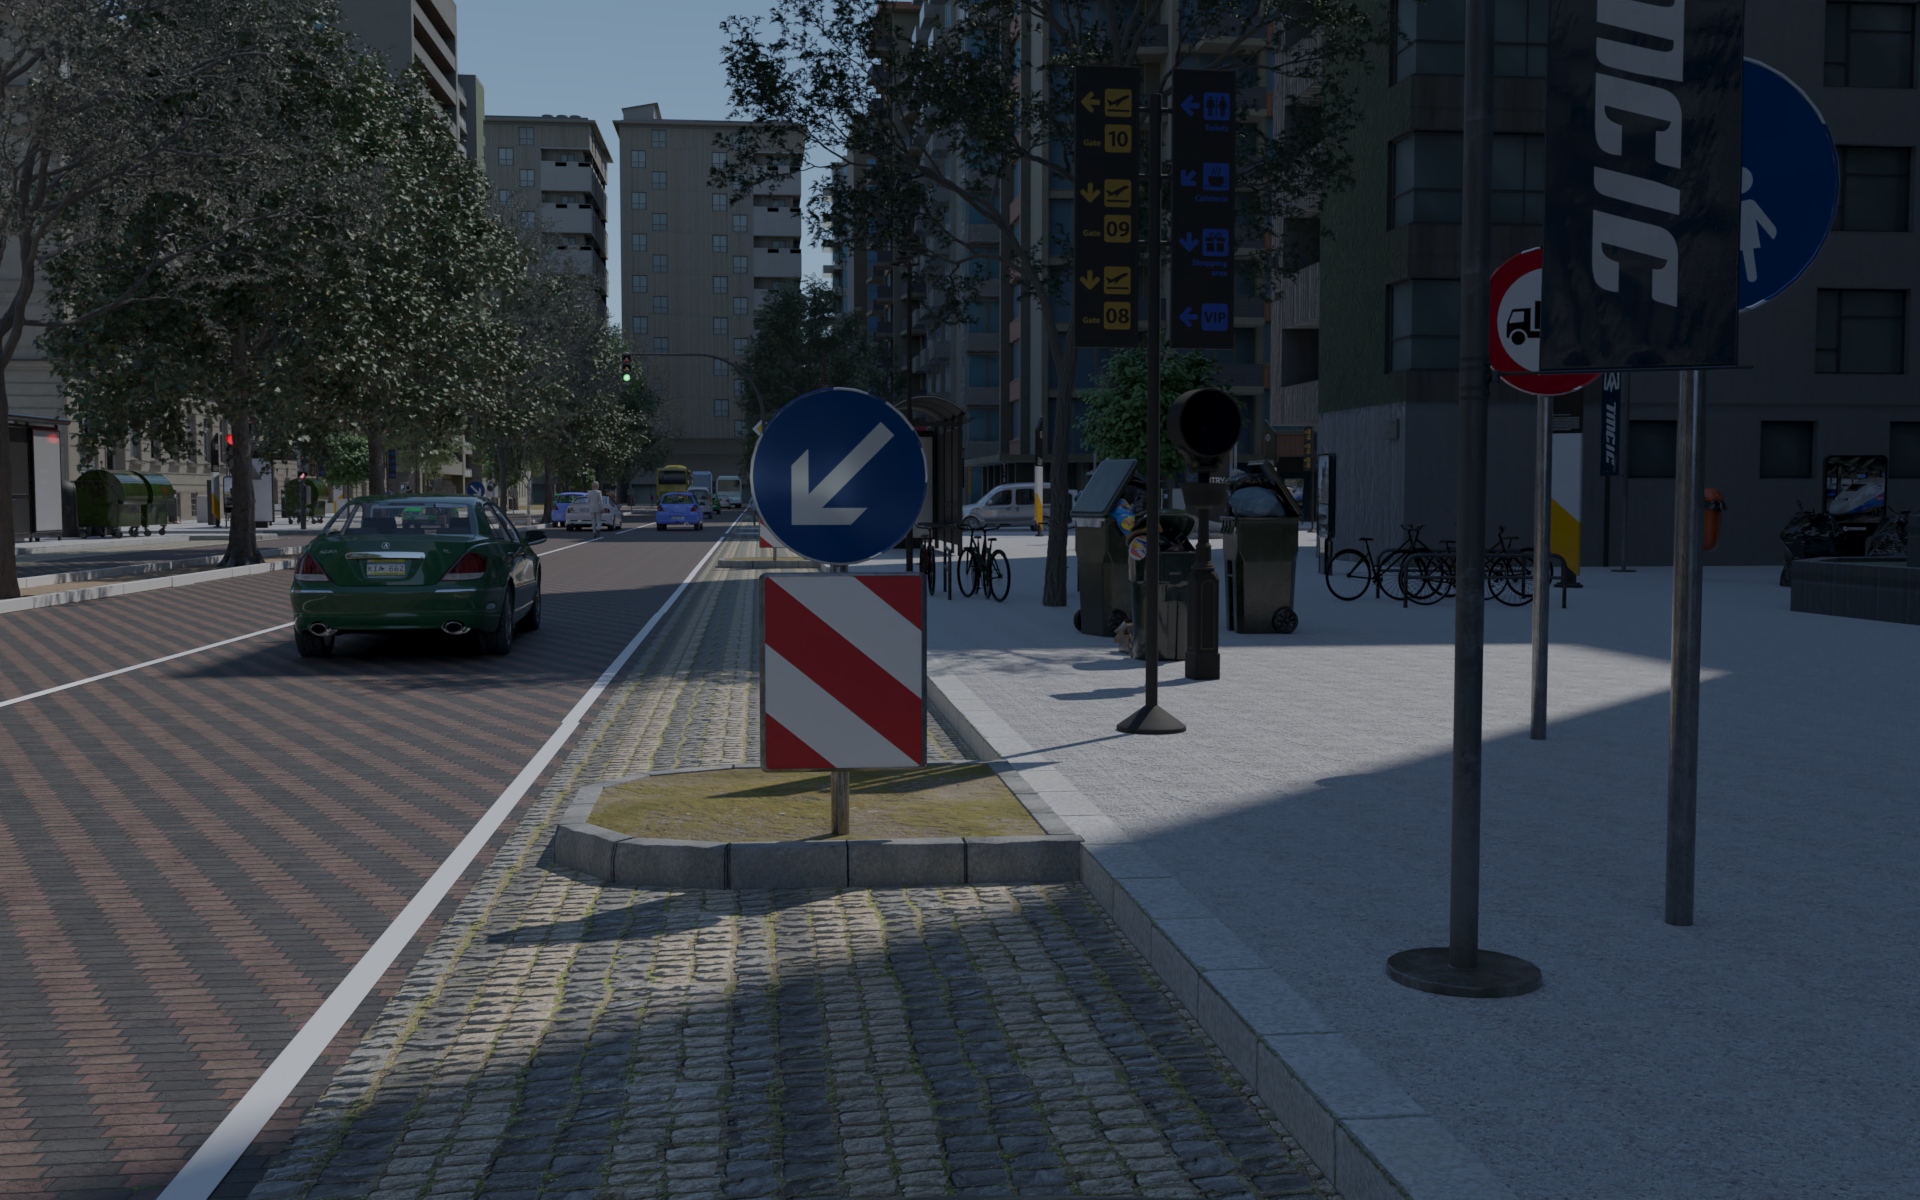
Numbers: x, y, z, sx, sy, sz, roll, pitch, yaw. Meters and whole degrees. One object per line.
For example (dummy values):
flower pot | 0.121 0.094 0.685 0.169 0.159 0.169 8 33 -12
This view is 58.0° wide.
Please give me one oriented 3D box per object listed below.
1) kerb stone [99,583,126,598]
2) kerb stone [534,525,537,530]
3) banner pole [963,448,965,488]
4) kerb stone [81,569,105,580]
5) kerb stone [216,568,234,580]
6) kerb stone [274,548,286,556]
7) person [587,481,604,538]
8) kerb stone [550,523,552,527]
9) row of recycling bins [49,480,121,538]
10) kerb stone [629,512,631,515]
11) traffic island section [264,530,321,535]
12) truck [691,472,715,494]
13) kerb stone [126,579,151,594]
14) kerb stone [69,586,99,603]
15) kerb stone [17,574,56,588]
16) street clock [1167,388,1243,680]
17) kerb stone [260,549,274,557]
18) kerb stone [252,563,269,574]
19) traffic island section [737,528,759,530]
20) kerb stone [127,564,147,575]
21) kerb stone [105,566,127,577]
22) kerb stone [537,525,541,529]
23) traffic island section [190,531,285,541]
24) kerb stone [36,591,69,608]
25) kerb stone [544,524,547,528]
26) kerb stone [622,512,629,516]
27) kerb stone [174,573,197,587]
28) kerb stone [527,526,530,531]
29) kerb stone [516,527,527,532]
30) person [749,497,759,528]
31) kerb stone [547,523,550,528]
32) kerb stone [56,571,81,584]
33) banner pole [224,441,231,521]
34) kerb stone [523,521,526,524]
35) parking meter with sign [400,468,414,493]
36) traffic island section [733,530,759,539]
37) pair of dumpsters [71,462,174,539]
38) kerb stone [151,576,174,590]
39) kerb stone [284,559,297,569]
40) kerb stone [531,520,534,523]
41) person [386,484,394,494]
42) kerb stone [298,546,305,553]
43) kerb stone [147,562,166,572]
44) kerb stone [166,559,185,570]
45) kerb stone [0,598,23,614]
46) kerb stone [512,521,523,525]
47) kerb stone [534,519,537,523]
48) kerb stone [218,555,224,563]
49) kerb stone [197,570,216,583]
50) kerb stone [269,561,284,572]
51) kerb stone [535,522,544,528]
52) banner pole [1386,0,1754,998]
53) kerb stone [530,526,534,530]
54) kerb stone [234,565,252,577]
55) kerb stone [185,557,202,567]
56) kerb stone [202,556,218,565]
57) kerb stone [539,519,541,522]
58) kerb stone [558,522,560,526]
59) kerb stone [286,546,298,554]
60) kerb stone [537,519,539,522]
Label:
kerb stone | -11.918 -0.120 24.163 0.120 0.150 1.000 0 4 -7
kerb stone | -17.188 -2.892 69.483 0.120 0.150 1.000 0 4 -7
banner pole | -0.048 -5.649 82.372 0.401 3.779 0.863 3 5 40
kerb stone | -14.587 -0.412 28.938 0.120 0.150 1.000 0 4 -7
kerb stone | -12.516 -0.432 29.262 0.120 0.150 1.000 0 4 -7
kerb stone | -15.890 -1.095 40.149 0.120 0.150 1.000 0 4 -7
person | -11.795 -2.915 56.045 0.514 1.842 0.818 -1 4 -10
kerb stone | -17.769 -3.204 74.579 0.120 0.150 1.000 0 4 -7
row of recycling bins | -26.561 -2.775 52.482 1.069 1.692 3.534 0 4 -2
kerb stone | -22.983 -5.945 119.409 0.120 0.150 1.000 0 4 -7
traffic island section | -23.716 -2.461 62.521 2.009 0.180 2.903 0 4 -7
truck | -30.493 -12.976 201.911 2.967 4.110 18.799 0 4 -5
kerb stone | -12.036 -0.183 25.187 0.120 0.150 1.000 0 4 -7
kerb stone | -11.798 -0.058 23.148 0.120 0.150 1.000 0 4 -7
kerb stone | -14.350 -0.284 26.908 0.120 0.150 1.000 0 4 -7
street clock | 1.683 -0.453 11.971 0.471 2.002 0.358 -1 4 -16
kerb stone | -15.771 -1.036 39.134 0.120 0.150 1.000 0 4 -7
kerb stone | -12.744 -0.557 31.310 0.120 0.150 1.000 0 4 -7
traffic island section | -7.284 -2.577 64.418 2.009 0.180 2.903 0 4 -7
kerb stone | -14.820 -0.535 30.977 0.120 0.150 1.000 0 4 -7
kerb stone | -14.705 -0.472 29.954 0.120 0.150 1.000 0 4 -7
kerb stone | -17.296 -2.950 70.500 0.120 0.150 1.000 0 4 -7
traffic island section | -22.795 -1.976 54.589 2.009 0.180 2.903 0 4 -7
kerb stone | -11.681 0.009 22.133 0.120 0.150 1.000 0 4 -7
kerb stone | -17.532 -3.079 72.542 0.120 0.150 1.000 0 4 -7
kerb stone | -22.867 -5.883 118.383 0.120 0.150 1.000 0 4 -7
kerb stone | -12.268 -0.308 27.226 0.120 0.150 1.000 0 4 -7
kerb stone | -16.953 -2.768 67.445 0.120 0.150 1.000 0 4 -7
kerb stone | -16.828 -2.705 66.430 0.120 0.150 1.000 0 4 -7
person | -8.371 -3.711 70.993 0.589 1.601 0.330 0 4 8
kerb stone | -17.663 -3.142 73.562 0.120 0.150 1.000 0 4 -7
kerb stone | -14.476 -0.350 27.922 0.120 0.150 1.000 0 4 -7
banner pole | -34.773 -5.656 82.489 0.401 3.779 0.863 0 4 7
kerb stone | -20.687 -3.627 81.492 0.120 0.150 1.000 0 4 -7
parking meter with sign | -34.850 -6.887 108.868 0.543 3.016 1.738 1 4 22
traffic island section | -6.363 -2.092 56.486 2.009 0.180 2.903 0 4 -7
pair of dumpsters | -24.839 -2.993 51.431 1.574 2.255 4.437 0 4 -7
kerb stone | -12.163 -0.244 26.210 0.120 0.150 1.000 0 4 -7
kerb stone | -12.985 -0.682 33.340 0.120 0.150 1.000 0 4 -7
kerb stone | -21.056 -3.813 84.537 0.120 0.150 1.000 0 4 -7
person | -21.856 -3.536 66.502 0.419 1.800 0.721 0 4 1
kerb stone | -16.132 -1.223 42.196 0.120 0.150 1.000 0 4 -7
kerb stone | -14.945 -0.594 31.992 0.120 0.150 1.000 0 4 -7
kerb stone | -15.056 -0.656 33.013 0.120 0.150 1.000 0 4 -7
kerb stone | -11.567 0.072 21.110 0.120 0.150 1.000 0 4 -7
kerb stone | -20.570 -3.562 80.472 0.120 0.150 1.000 0 4 -7
kerb stone | -21.164 -3.870 85.554 0.120 0.150 1.000 0 4 -7
kerb stone | -15.418 -0.845 36.077 0.120 0.150 1.000 0 4 -7
kerb stone | -12.393 -0.370 28.246 0.120 0.150 1.000 0 4 -7
kerb stone | -12.867 -0.620 32.324 0.120 0.150 1.000 0 4 -7
kerb stone | -17.423 -3.015 71.521 0.120 0.150 1.000 0 4 -7
banner pole | 1.546 -0.879 4.389 0.863 3.779 0.401 2 4 25
kerb stone | -17.068 -2.830 68.465 0.120 0.150 1.000 0 4 -7
kerb stone | -12.631 -0.495 30.286 0.120 0.150 1.000 0 4 -7
kerb stone | -15.175 -0.724 34.036 0.120 0.150 1.000 0 4 -7
kerb stone | -15.294 -0.786 35.051 0.120 0.150 1.000 0 4 -7
kerb stone | -21.399 -3.998 87.584 0.120 0.150 1.000 0 4 -7
kerb stone | -18.124 -3.390 77.629 0.120 0.150 1.000 0 4 -7
kerb stone | -16.005 -1.161 41.172 0.120 0.150 1.000 0 4 -7
kerb stone | -21.281 -3.934 86.569 0.120 0.150 1.000 0 4 -7
